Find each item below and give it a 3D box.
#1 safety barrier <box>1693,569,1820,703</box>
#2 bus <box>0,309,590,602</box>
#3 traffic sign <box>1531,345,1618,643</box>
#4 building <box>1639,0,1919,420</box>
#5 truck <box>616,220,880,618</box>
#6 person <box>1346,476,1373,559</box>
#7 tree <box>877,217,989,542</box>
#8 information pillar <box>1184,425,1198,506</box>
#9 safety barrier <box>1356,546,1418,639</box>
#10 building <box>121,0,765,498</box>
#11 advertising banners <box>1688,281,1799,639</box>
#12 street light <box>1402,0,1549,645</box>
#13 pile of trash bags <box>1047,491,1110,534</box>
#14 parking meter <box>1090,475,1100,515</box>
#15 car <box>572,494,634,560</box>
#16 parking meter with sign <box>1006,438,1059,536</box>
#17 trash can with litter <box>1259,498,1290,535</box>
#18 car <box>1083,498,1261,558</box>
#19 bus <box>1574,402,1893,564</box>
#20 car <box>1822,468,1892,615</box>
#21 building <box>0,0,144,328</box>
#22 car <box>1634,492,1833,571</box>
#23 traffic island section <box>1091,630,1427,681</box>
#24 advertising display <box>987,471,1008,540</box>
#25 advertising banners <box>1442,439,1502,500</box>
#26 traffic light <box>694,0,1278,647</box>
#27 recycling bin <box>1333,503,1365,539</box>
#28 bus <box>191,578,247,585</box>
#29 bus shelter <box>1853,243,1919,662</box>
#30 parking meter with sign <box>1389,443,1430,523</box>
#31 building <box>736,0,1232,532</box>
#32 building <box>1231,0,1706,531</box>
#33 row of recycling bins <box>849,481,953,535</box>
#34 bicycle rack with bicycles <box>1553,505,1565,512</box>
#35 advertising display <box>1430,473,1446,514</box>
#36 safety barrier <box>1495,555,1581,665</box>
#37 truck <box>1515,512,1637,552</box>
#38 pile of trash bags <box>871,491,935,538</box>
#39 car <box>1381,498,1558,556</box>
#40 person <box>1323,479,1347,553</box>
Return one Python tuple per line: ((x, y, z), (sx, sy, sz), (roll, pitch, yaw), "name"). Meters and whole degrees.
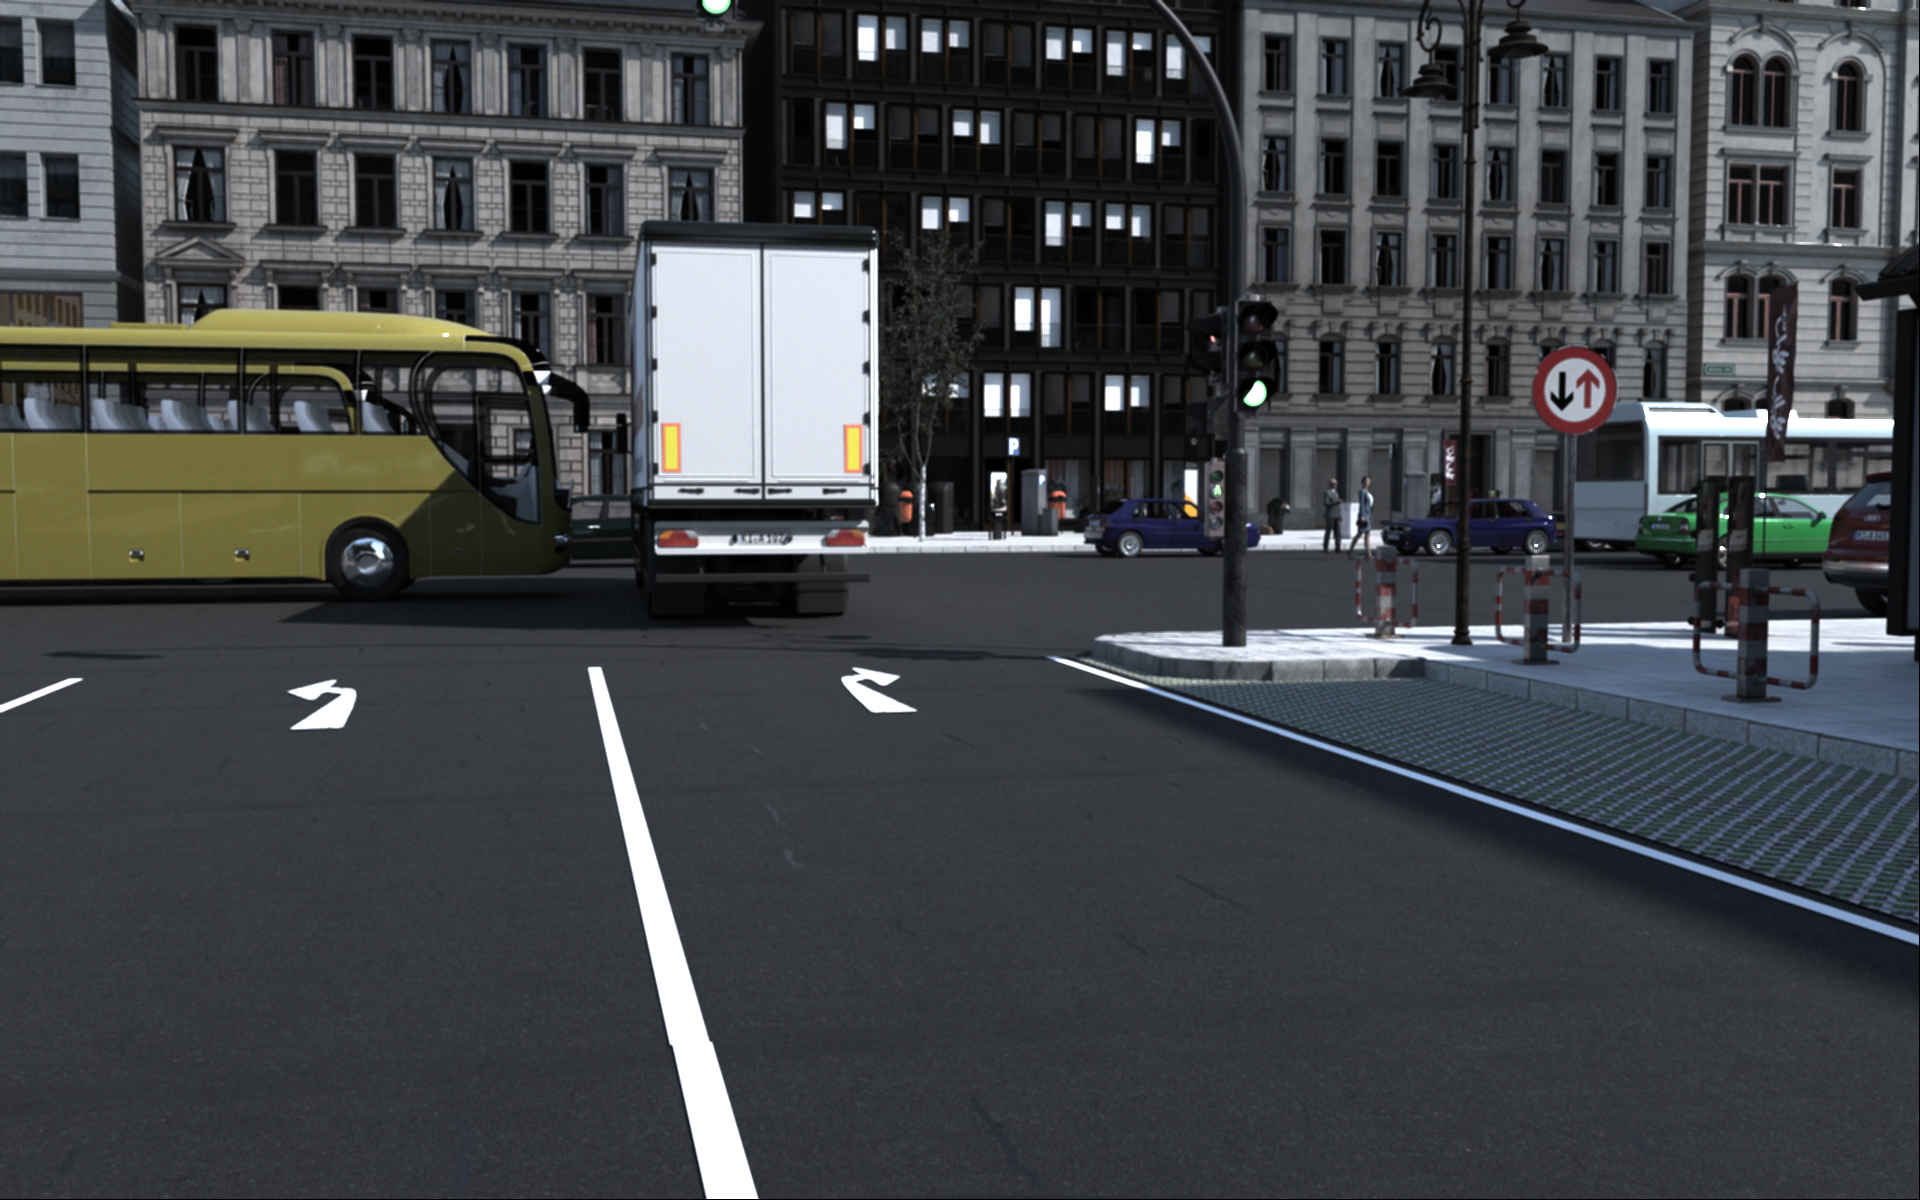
((4.910, 0.217, 10.723), (0.300, 0.817, 1.120), (-1, 4, -13), "safety barrier")
((-11.233, -1.937, 23.212), (12.252, 3.916, 2.896), (-1, 4, -13), "bus")
((5.249, -0.905, 14.899), (0.768, 2.556, 0.104), (0, 4, -5), "traffic sign")
((37.423, -17.502, 73.553), (23.554, 28.519, 14.401), (-1, 4, -13), "building")
((-3.174, -2.112, 23.446), (2.839, 4.237, 11.283), (-1, 4, -12), "truck")
((8.798, -1.794, 37.852), (0.654, 1.822, 0.581), (3, 5, 45), "person")
((-1.085, -5.884, 46.566), (4.360, 8.622, 3.978), (0, 3, 0), "tree")
((7.864, -4.134, 58.946), (0.504, 3.616, 0.183), (-1, 4, -19), "information pillar")
((3.792, -0.070, 15.426), (0.300, 0.817, 1.120), (-1, 4, -13), "safety barrier")
((-16.786, -11.843, 58.259), (19.286, 19.102, 10.561), (-1, 4, -13), "building")
((6.907, -1.170, 15.321), (0.090, 3.025, 2.074), (0, 4, 2), "advertising banners")
((4.286, -2.559, 14.620), (0.468, 5.910, 1.993), (-1, 4, -13), "street light")
((4.431, -2.886, 56.938), (3.447, 1.369, 1.912), (-2, 4, -27), "pile of trash bags")
((4.099, -2.876, 52.728), (0.255, 1.863, 0.399), (1, 4, 13), "parking meter")
((-7.398, -1.502, 34.340), (4.222, 1.686, 2.009), (-1, 4, -13), "car")
((2.249, -3.475, 53.078), (1.738, 3.016, 0.543), (3, 5, 41), "parking meter with sign")
((9.867, -2.635, 54.475), (0.624, 1.170, 1.055), (3, 5, 39), "trash can with litter")
((4.886, -1.672, 39.912), (3.894, 1.354, 1.945), (-1, 4, -13), "car")
((19.687, -2.588, 37.177), (13.247, 3.499, 2.948), (-1, 4, -15), "bus")
((12.729, -0.701, 20.137), (5.304, 1.827, 2.281), (-1, 4, -14), "car")
((-40.880, -16.861, 53.170), (29.804, 29.767, 11.434), (-1, 4, -13), "building")
((15.414, -1.503, 33.365), (4.718, 1.807, 1.959), (-1, 4, -14), "car")
((2.326, 0.467, 14.644), (2.009, 0.180, 2.903), (-1, 4, -13), "traffic island section")
((1.048, -2.653, 48.583), (0.123, 1.923, 0.974), (2, 4, 31), "advertising display")
((16.422, -3.633, 55.593), (2.074, 3.025, 0.090), (-1, 4, -9), "advertising banners")
((0.269, -2.400, 13.902), (4.771, 5.953, 1.251), (-1, 4, -13), "traffic light")
((11.255, -2.287, 49.950), (0.722, 1.027, 0.722), (-2, 4, -31), "recycling bin")
((-15.128, -2.197, 27.468), (12.252, 3.916, 2.896), (-1, 4, -12), "bus")
((8.427, -1.033, 10.818), (2.014, 3.302, 5.546), (-1, 4, -13), "bus shelter")
((15.632, -3.861, 59.394), (1.738, 3.016, 0.543), (0, 4, 2), "parking meter with sign")
((0.271, -14.347, 64.246), (15.834, 23.373, 12.332), (-1, 4, -13), "building")
((17.322, -13.296, 66.546), (18.267, 20.994, 9.793), (-1, 4, -13), "building")
((-1.845, -2.954, 55.418), (3.534, 1.692, 1.069), (-2, 4, -27), "row of recycling bins")
((34.099, -5.457, 102.609), (2.852, 0.926, 2.925), (-2, 4, -32), "bicycle rack with bicycles")
((14.809, -2.967, 53.721), (0.123, 1.923, 0.974), (0, 4, -5), "advertising display")
((4.353, 0.073, 13.078), (0.300, 0.817, 1.120), (-1, 4, -13), "safety barrier")
((23.684, -3.404, 45.419), (18.799, 4.110, 2.967), (-1, 4, -12), "truck")
((-1.686, -2.605, 52.346), (1.912, 1.369, 3.447), (0, 4, -5), "pile of trash bags")
((12.021, -1.735, 40.944), (3.894, 1.354, 1.945), (-1, 4, -13), "car")
((9.123, -2.043, 42.076), (0.590, 1.801, 0.661), (3, 5, 43), "person")
